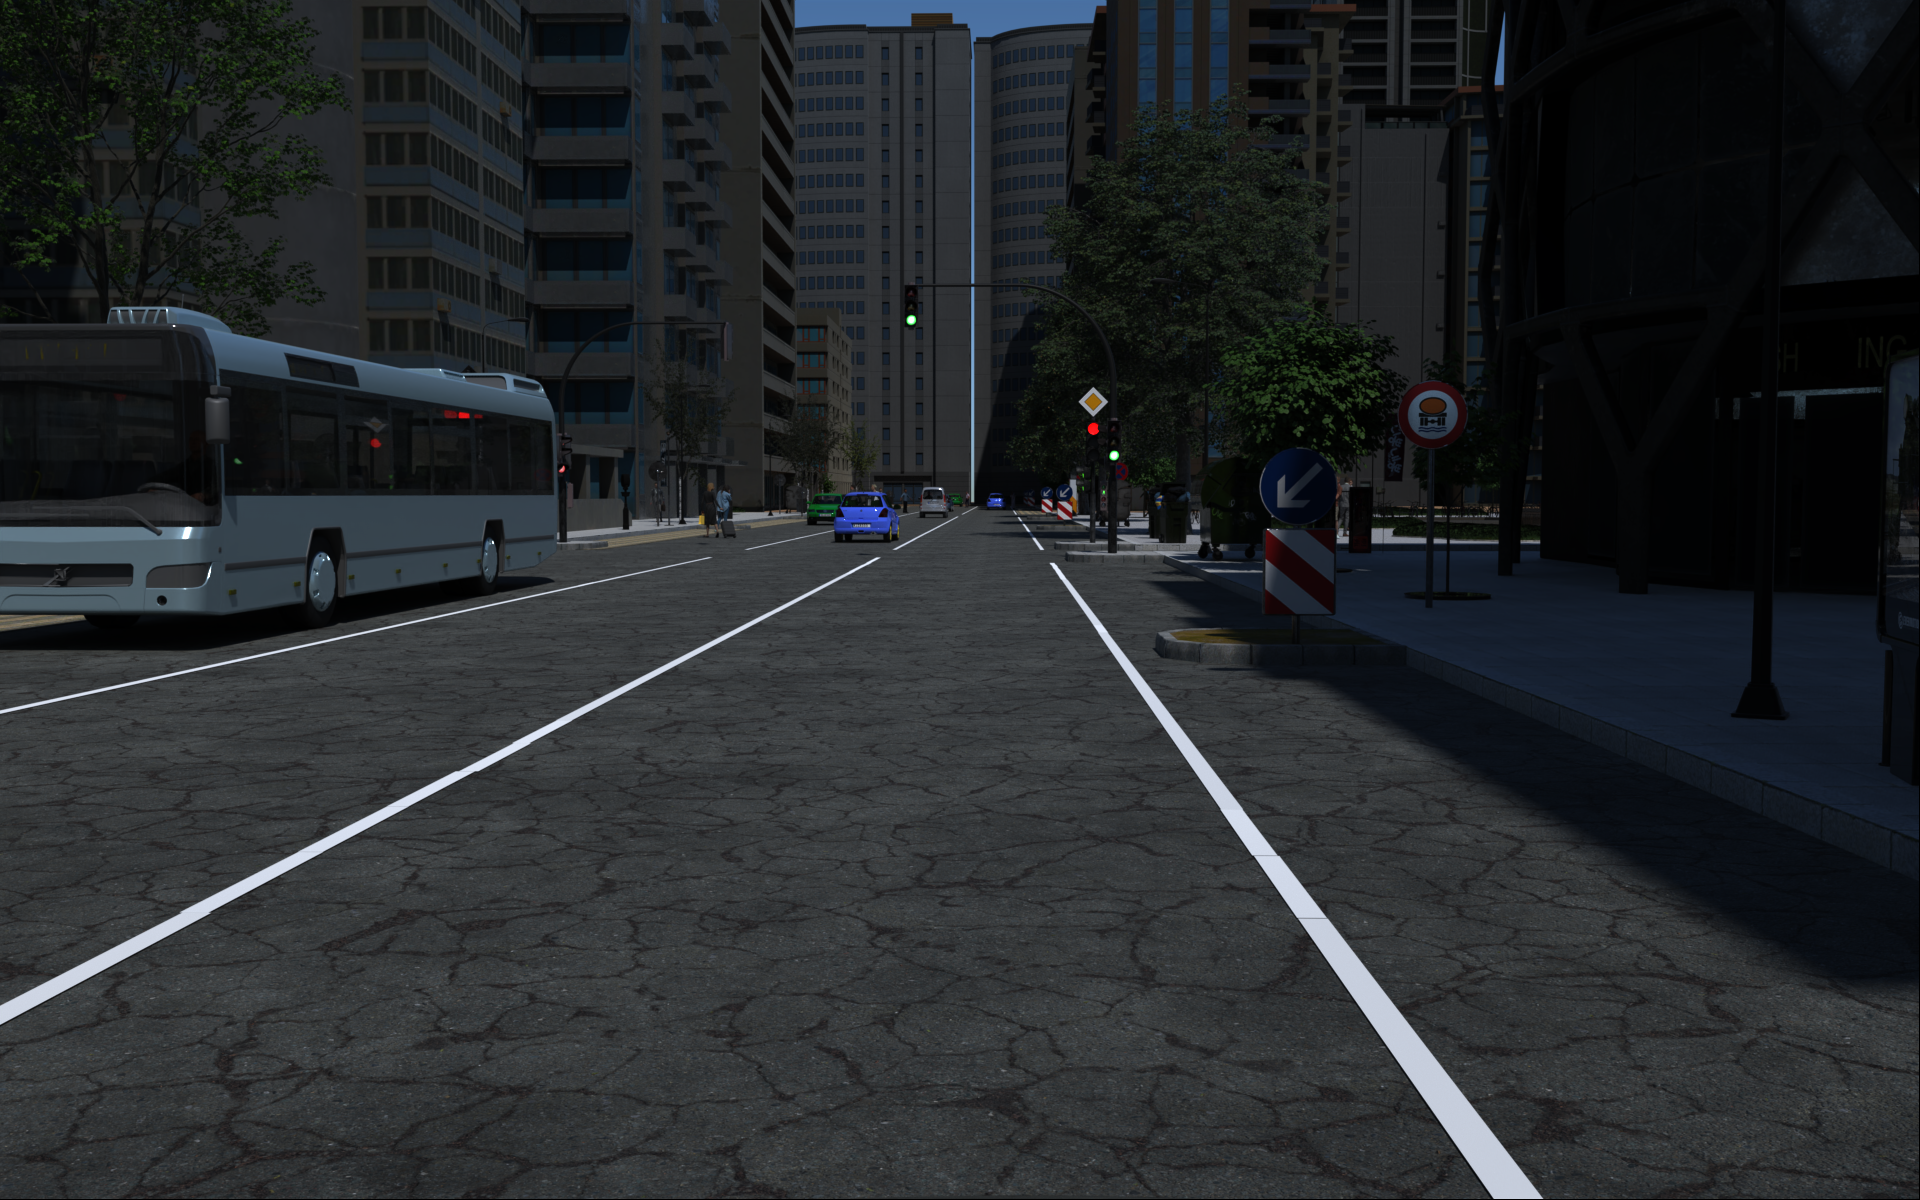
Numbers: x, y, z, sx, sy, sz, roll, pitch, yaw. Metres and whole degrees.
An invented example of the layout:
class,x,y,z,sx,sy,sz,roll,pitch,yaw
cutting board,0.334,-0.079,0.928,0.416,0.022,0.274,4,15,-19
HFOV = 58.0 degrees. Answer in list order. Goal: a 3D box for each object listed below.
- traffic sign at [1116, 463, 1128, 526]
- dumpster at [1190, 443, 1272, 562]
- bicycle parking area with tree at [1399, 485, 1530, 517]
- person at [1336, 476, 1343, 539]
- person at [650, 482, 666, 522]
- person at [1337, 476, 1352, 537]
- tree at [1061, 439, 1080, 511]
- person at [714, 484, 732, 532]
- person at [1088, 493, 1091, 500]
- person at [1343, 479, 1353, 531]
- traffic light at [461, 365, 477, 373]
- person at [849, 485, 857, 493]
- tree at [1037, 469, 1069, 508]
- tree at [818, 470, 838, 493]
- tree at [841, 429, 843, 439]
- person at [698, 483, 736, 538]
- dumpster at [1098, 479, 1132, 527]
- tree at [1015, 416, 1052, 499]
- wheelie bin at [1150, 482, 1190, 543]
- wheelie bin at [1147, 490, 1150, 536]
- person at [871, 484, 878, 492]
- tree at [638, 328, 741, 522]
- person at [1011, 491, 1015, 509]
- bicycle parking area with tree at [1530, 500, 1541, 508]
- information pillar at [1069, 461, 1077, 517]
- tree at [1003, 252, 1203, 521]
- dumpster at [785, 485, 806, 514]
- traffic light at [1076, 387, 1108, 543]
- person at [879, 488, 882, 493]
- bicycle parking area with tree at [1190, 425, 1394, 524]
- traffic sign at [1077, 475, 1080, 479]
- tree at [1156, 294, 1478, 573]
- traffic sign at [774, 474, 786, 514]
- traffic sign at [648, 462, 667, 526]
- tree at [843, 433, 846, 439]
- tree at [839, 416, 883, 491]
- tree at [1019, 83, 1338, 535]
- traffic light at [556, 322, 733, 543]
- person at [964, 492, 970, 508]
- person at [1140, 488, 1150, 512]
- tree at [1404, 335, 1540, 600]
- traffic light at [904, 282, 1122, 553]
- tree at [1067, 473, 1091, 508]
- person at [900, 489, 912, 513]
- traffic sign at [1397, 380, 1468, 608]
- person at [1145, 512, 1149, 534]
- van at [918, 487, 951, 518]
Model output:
class,x,y,z,sx,sy,sz,roll,pitch,yaw
traffic sign,6.339,-4.229,69.251,0.768,2.556,0.104,0,4,3
dumpster,5.322,-1.904,33.617,1.502,2.255,1.985,0,4,1
bicycle parking area with tree,23.858,-6.305,90.082,8.231,4.147,9.016,0,4,-1
person,10.707,-2.688,49.968,0.580,1.828,0.573,0,4,-2
person,-13.830,-4.470,79.253,0.709,1.813,0.853,0,4,-7
person,11.644,-2.821,52.291,0.709,1.813,0.853,3,5,41
tree,8.491,-10.878,128.211,4.737,8.622,4.395,0,3,0
person,-8.842,-3.408,64.491,0.793,1.790,0.793,0,4,-8
person,10.350,-8.285,141.505,1.348,1.823,0.705,-2,4,-28
person,13.605,-3.338,60.589,0.622,1.834,0.822,1,4,22
traffic light,-10.680,-2.988,37.769,0.839,4.253,0.868,0,4,1
person,-4.812,-4.174,76.544,0.447,1.846,0.655,2,4,31
tree,8.621,-10.638,157.645,4.285,4.588,4.351,0,3,0
tree,-10.812,-8.855,139.381,1.663,3.219,1.824,0,3,0
tree,-11.042,-10.656,124.584,4.360,8.622,3.978,0,3,0
person,-7.975,-2.932,56.664,0.699,1.804,1.509,-2,4,-35
dumpster,6.119,-3.816,68.151,1.264,1.857,1.865,0,4,2
tree,10.283,-16.646,197.917,9.928,11.665,9.643,0,3,0
wheelie bin,5.612,-2.280,45.189,0.980,1.594,0.693,-1,4,-12
wheelie bin,5.787,-2.564,49.824,0.693,1.594,0.980,-1,4,-22
person,-3.626,-3.945,72.880,0.514,1.842,0.818,0,4,-5
tree,-12.208,-7.738,76.883,4.360,8.622,3.978,0,3,0
person,4.923,-9.298,161.184,0.551,1.740,0.621,3,5,40
bicycle parking area with tree,37.702,-7.237,105.329,8.231,4.147,9.016,-2,4,-31
information pillar,6.468,-6.579,98.925,0.504,3.616,0.183,-2,4,-35
tree,6.785,-10.035,81.084,9.611,12.733,9.660,0,3,0
dumpster,-10.874,-6.645,114.409,1.264,1.857,1.865,0,4,1
traffic light,3.469,-3.457,45.435,0.839,4.253,0.868,0,4,1
person,-4.892,-5.948,105.718,0.622,1.834,0.822,-1,4,-11
bicycle parking area with tree,12.736,-5.188,71.824,8.231,4.147,9.016,2,4,27
traffic sign,7.503,-6.920,113.241,0.768,2.556,0.104,1,4,8
tree,5.716,-2.750,28.679,4.285,4.588,4.351,0,3,0
traffic sign,-11.445,-6.721,110.000,0.768,2.556,0.104,0,4,5
traffic sign,-11.967,-4.189,68.599,0.768,2.556,0.104,0,4,5
tree,-10.967,-11.299,135.096,4.360,8.622,3.978,0,3,0
tree,-9.550,-13.052,163.768,4.737,8.622,4.395,0,3,0
tree,6.889,-9.018,54.108,9.857,13.997,8.962,0,3,0
traffic light,-8.395,-4.347,45.737,4.771,5.953,1.251,0,4,1
person,0.729,-10.623,183.121,0.436,1.711,0.756,-1,4,-15
person,13.734,-7.399,126.642,1.348,1.869,0.705,-1,4,-17
tree,5.946,-1.626,21.182,1.663,3.219,1.824,0,3,0
traffic light,1.184,-3.834,37.361,4.771,5.953,1.251,0,4,1
tree,8.513,-7.730,120.981,1.663,3.219,1.824,0,3,0
person,-4.140,-7.541,131.777,0.705,1.826,1.348,3,5,39
traffic sign,5.299,-1.186,19.490,0.768,2.556,0.104,1,4,8
person,6.278,-2.798,56.039,0.590,1.304,0.306,1,4,19
van,-1.574,-5.985,104.863,2.013,2.044,4.112,0,4,1
